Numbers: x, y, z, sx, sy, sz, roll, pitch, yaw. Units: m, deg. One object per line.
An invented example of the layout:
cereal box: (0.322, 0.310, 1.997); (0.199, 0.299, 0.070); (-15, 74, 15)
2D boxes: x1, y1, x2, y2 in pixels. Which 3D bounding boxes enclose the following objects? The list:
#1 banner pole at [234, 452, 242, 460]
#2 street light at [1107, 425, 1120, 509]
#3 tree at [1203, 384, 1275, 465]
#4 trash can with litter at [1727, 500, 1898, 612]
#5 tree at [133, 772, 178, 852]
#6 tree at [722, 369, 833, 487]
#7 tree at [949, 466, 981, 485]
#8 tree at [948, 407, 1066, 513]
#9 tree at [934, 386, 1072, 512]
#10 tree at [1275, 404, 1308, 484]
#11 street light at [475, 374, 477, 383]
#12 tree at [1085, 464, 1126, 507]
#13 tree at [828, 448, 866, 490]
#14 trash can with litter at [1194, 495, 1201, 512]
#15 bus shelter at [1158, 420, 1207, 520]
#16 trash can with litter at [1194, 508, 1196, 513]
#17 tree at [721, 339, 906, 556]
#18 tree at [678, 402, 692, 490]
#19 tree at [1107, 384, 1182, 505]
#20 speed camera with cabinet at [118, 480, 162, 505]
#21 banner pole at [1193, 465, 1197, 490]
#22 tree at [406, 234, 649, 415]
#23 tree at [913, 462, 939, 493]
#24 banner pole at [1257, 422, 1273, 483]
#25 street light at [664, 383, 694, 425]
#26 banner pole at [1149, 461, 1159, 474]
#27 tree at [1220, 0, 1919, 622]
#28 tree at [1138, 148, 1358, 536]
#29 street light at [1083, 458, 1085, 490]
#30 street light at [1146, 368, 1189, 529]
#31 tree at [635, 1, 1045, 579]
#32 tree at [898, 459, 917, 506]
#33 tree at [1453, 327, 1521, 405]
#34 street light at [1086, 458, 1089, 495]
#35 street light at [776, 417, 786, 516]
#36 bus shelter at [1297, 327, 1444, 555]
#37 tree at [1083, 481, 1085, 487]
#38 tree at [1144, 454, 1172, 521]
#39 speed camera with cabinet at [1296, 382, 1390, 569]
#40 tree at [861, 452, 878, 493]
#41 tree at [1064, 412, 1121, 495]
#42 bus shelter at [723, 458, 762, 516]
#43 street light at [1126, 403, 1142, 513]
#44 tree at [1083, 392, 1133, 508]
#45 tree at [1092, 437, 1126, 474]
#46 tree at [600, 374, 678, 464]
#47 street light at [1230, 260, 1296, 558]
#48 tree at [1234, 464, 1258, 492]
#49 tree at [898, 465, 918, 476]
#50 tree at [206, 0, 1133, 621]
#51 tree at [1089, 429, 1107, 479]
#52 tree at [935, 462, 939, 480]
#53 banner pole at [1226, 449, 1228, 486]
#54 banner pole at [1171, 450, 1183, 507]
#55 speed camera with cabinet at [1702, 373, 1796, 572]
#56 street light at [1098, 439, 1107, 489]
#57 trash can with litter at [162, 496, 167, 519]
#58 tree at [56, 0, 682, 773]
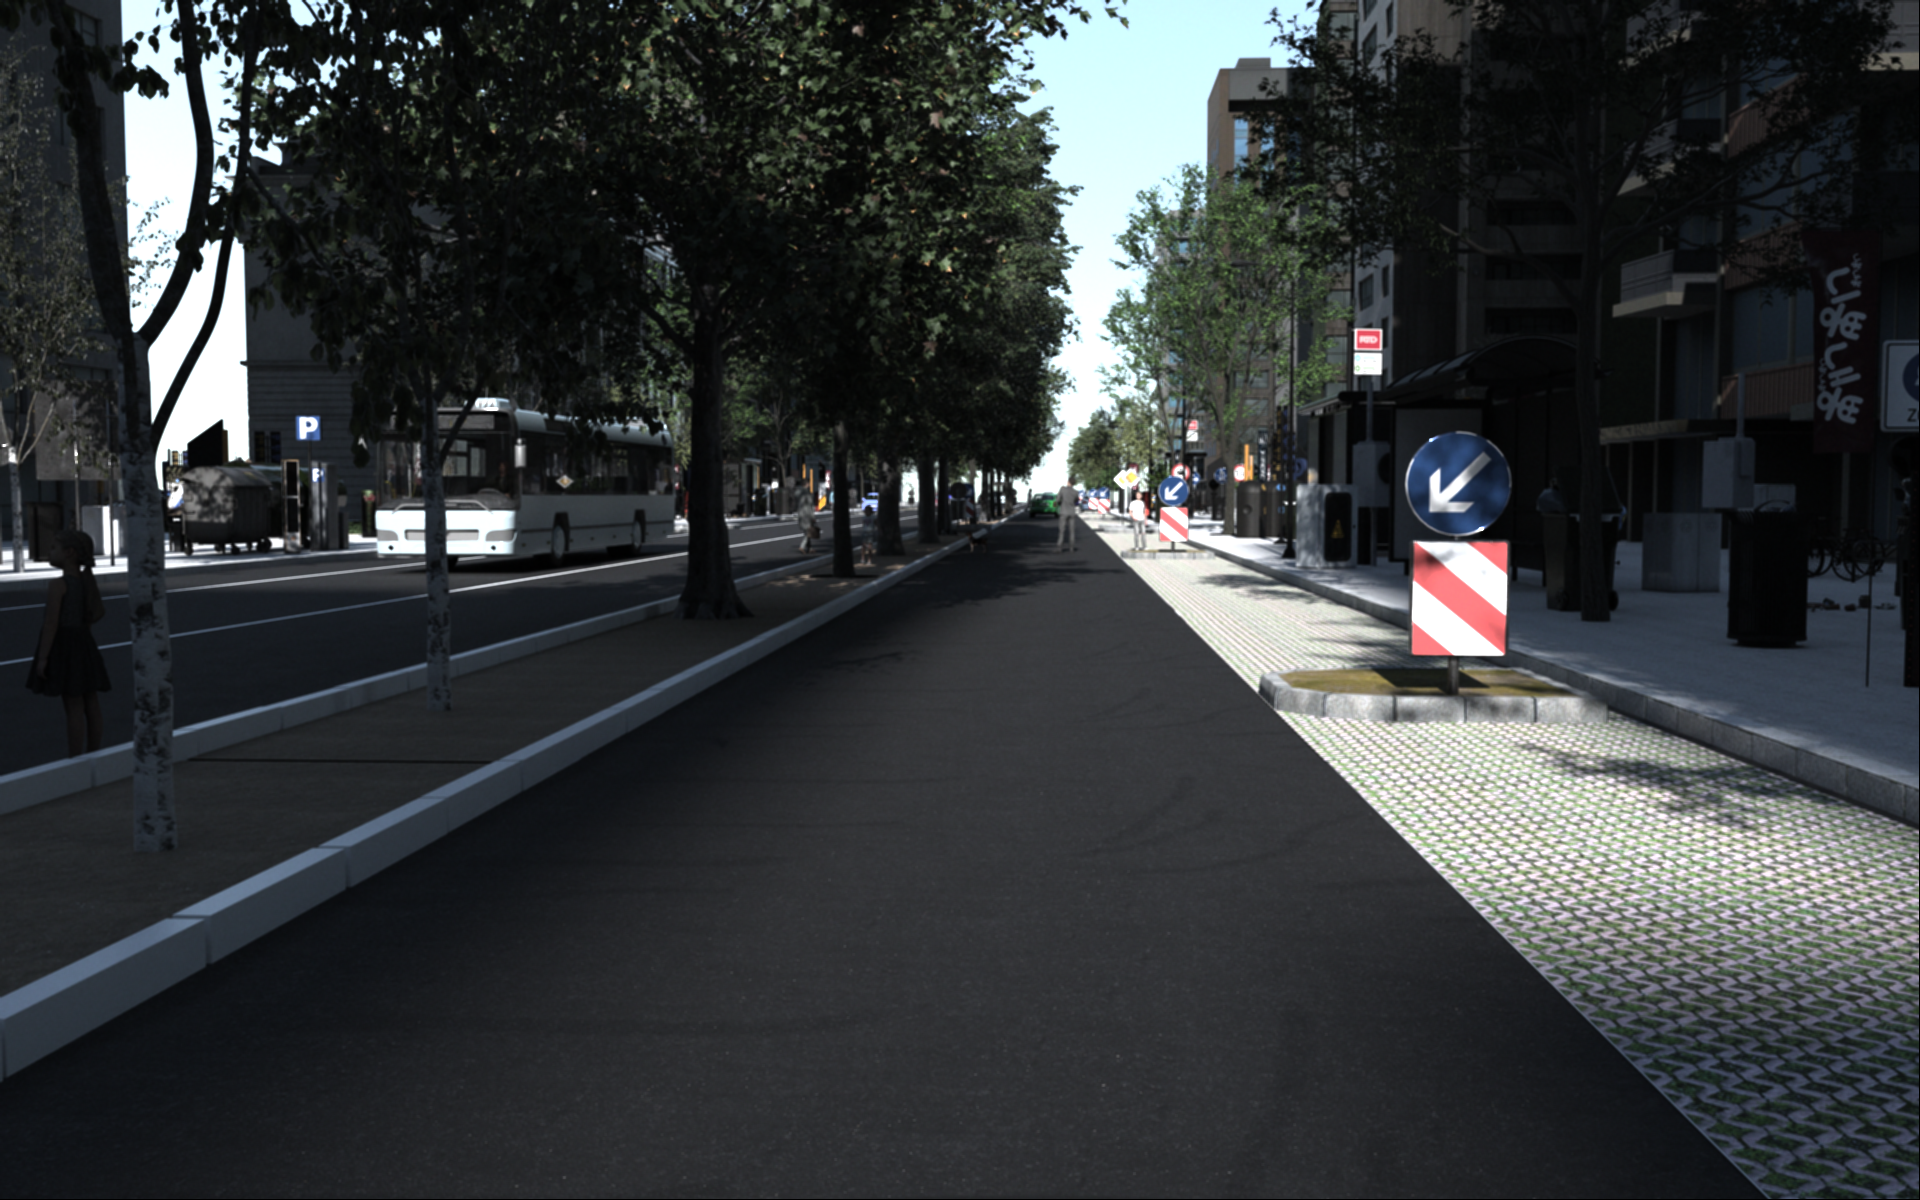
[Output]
banner pole: (-42.670, -6.876, 102.446); (0.863, 3.779, 0.401); (2, 4, 33)
street light: (10.835, -8.833, 116.954); (1.470, 5.913, 1.316); (0, 4, 3)
tree: (18.436, -10.173, 116.685); (4.360, 8.622, 3.978); (0, 3, 0)
trash can with litter: (9.530, -0.505, 19.308); (2.233, 1.210, 1.678); (0, 4, -5)
tree: (-3.227, -3.280, 6.455); (4.360, 8.622, 3.978); (0, 3, 0)
tree: (-11.329, -10.799, 110.975); (7.601, 10.594, 8.767); (2, 4, 34)
tree: (0.073, -23.464, 301.762); (7.486, 12.596, 7.792); (0, 3, 0)
tree: (3.793, -11.882, 131.137); (8.767, 10.594, 7.601); (0, 4, 3)
tree: (3.944, -13.970, 141.239); (12.009, 13.543, 11.850); (0, 3, 0)
tree: (26.721, -11.739, 142.288); (4.360, 8.622, 3.978); (0, 3, 0)
street light: (-13.108, -4.668, 48.860); (1.470, 5.913, 1.316); (0, 4, 3)
tree: (15.861, -11.906, 178.383); (4.285, 4.588, 4.351); (0, 3, 0)
tree: (-9.342, -11.677, 141.284); (4.360, 8.622, 3.978); (0, 3, 0)
trash can with litter: (16.854, -6.968, 124.990); (1.678, 1.210, 2.233); (0, 4, -1)
bus shelter: (11.633, -6.951, 91.288); (2.179, 5.291, 8.768); (0, 4, 3)
trash can with litter: (15.861, -6.649, 120.100); (0.624, 1.170, 1.055); (3, 5, 43)
tree: (-1.614, -7.984, 39.657); (9.857, 13.997, 8.962); (0, 3, 0)
tree: (-19.009, -10.058, 114.818); (4.737, 8.622, 4.395); (0, 3, 0)
tree: (11.850, -9.727, 109.399); (4.737, 8.622, 4.395); (0, 3, 0)
speed camera with cabinet: (-28.566, -4.035, 60.311); (2.038, 3.252, 0.660); (3, 5, 39)
banner pole: (17.742, -8.658, 131.567); (0.401, 3.779, 0.863); (-2, 4, -33)
tree: (-13.974, -7.413, 55.618); (8.767, 10.594, 7.601); (0, 4, -1)
tree: (-3.196, -19.112, 246.891); (8.767, 10.594, 7.601); (-3, 5, -41)
banner pole: (10.600, -4.280, 59.994); (0.863, 3.779, 0.401); (-2, 4, -34)
street light: (-11.807, -6.119, 72.586); (1.470, 5.913, 1.316); (0, 4, 3)
banner pole: (13.535, -7.971, 120.337); (0.863, 3.779, 0.401); (0, 4, 3)
tree: (6.101, -5.070, 17.303); (7.601, 10.594, 8.767); (1, 4, 13)
tree: (8.304, -7.809, 53.441); (9.928, 11.665, 9.643); (0, 3, 0)
street light: (16.583, -15.280, 222.366); (1.470, 5.913, 1.316); (0, 4, 3)
street light: (7.695, -5.570, 63.617); (1.470, 5.913, 1.316); (0, 4, 3)
tree: (-2.094, -6.188, 29.391); (9.928, 11.665, 9.643); (0, 3, 0)
tree: (-6.136, -14.491, 187.284); (4.360, 8.622, 3.978); (0, 3, 0)
tree: (23.914, -7.753, 77.131); (4.360, 8.622, 3.978); (0, 3, 0)
street light: (15.018, -13.477, 192.883); (1.470, 5.913, 1.316); (0, 4, 3)
street light: (-10.195, -7.942, 102.393); (1.470, 5.913, 1.316); (0, 4, 3)
bus shelter: (8.992, -3.780, 39.436); (2.179, 5.291, 8.768); (0, 4, 3)
tree: (20.408, -16.941, 260.697); (4.285, 4.588, 4.351); (0, 3, 0)
tree: (9.660, -5.480, 84.197); (1.663, 3.219, 1.824); (0, 3, 0)
speed camera with cabinet: (6.775, -2.188, 30.114); (2.038, 3.252, 0.660); (-2, 4, -34)
tree: (-8.166, -13.071, 164.071); (4.737, 8.622, 4.395); (0, 3, 0)
tree: (19.062, -19.589, 238.411); (7.486, 12.596, 7.792); (0, 3, 0)
bus shelter: (-13.370, -7.548, 101.038); (2.179, 5.291, 8.768); (0, 4, 3)
street light: (9.125, -7.057, 87.923); (1.470, 5.913, 1.316); (0, 4, 3)
tree: (14.714, -13.572, 156.312); (7.601, 10.594, 8.767); (-1, 4, -21)
tree: (17.589, -15.663, 206.453); (4.360, 8.622, 3.978); (0, 3, 0)
tree: (-18.482, -8.953, 96.744); (4.737, 8.622, 4.395); (0, 3, 0)
street light: (6.069, -3.795, 34.581); (1.470, 5.913, 1.316); (0, 4, 3)
tree: (16.110, -6.366, 98.677); (1.663, 3.219, 1.824); (0, 3, 0)
tree: (-4.855, -18.919, 219.695); (12.009, 13.543, 11.850); (0, 3, 0)
tree: (-2.904, -6.121, 19.537); (9.611, 12.733, 9.660); (0, 3, 0)
tree: (13.515, -11.279, 134.766); (4.737, 8.622, 4.395); (0, 3, 0)
tree: (-3.907, -17.454, 235.732); (4.360, 8.622, 3.978); (0, 3, 0)
banner pole: (14.934, -6.507, 96.400); (0.401, 3.779, 0.863); (2, 4, 29)
banner pole: (10.716, -5.854, 85.732); (0.863, 3.779, 0.401); (2, 4, 24)
speed camera with cabinet: (13.188, -2.115, 28.920); (2.038, 3.252, 0.660); (-3, 4, -37)
street light: (12.358, -10.648, 146.631); (1.470, 5.913, 1.316); (0, 4, 3)
trash can with litter: (-45.977, -5.353, 98.583); (1.678, 1.210, 2.233); (-2, 4, -30)
tree: (-3.430, -3.554, 10.925); (4.360, 8.622, 3.978); (0, 3, 0)
